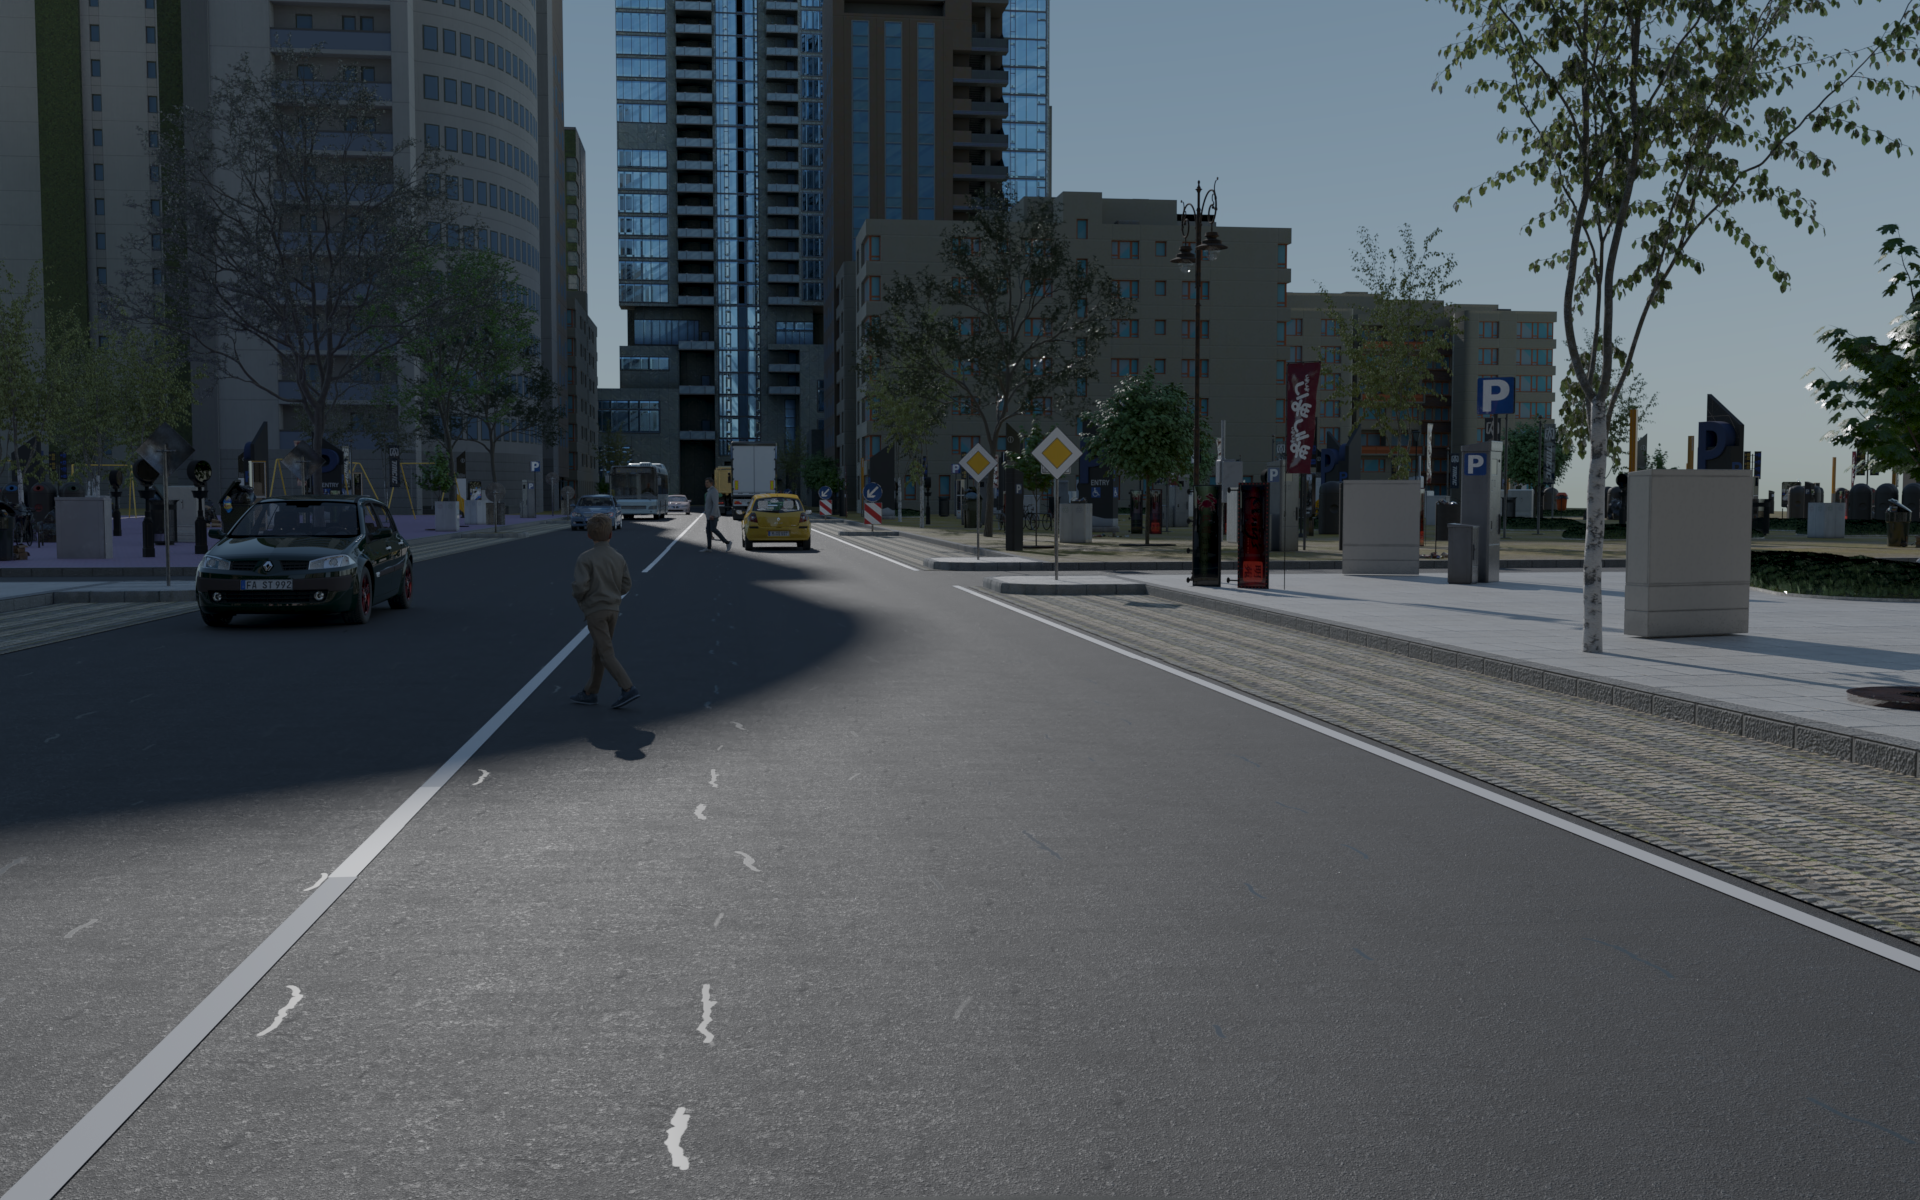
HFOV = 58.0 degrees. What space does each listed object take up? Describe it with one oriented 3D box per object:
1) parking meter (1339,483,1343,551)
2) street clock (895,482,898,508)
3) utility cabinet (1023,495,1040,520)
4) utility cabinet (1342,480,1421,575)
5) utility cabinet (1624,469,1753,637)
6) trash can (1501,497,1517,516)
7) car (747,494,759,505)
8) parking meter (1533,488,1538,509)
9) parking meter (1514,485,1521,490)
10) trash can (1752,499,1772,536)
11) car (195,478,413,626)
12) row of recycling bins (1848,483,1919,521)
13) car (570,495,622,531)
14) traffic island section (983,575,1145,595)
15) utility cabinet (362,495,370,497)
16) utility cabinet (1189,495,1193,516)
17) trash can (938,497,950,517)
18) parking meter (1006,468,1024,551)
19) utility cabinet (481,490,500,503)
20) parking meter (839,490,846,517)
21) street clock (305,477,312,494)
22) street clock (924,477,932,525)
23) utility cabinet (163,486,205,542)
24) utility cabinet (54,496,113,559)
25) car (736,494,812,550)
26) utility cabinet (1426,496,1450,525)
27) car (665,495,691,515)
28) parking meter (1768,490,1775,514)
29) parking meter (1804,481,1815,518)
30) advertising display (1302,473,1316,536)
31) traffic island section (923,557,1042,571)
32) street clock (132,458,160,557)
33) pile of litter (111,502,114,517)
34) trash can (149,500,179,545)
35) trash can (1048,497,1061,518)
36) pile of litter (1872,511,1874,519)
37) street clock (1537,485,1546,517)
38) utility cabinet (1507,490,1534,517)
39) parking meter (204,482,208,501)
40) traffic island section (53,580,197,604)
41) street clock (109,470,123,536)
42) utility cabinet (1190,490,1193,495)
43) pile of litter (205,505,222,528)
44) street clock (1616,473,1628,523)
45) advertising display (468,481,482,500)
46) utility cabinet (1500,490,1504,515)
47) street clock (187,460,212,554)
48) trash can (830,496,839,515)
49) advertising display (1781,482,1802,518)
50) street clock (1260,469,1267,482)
[{"bbox_3d":[8.806,-1.892,39.350,0.372,1.533,0.369,0,3,0],"label":"parking meter"},{"bbox_3d":[-3.858,-6.098,104.276,0.471,2.002,0.358,2,4,32],"label":"street clock"},{"bbox_3d":[3.408,-4.537,85.345,1.020,1.237,0.306,0,4,-1],"label":"utility cabinet"},{"bbox_3d":[6.642,-1.139,27.305,1.173,1.500,0.318,1,4,15],"label":"utility cabinet"},{"bbox_3d":[6.558,-0.424,15.611,1.173,1.500,0.318,-1,4,-22],"label":"utility cabinet"},{"bbox_3d":[25.214,-4.154,79.570,0.748,1.137,0.748,0,3,0],"label":"trash can"},{"bbox_3d":[-8.802,-4.184,80.201,2.131,1.459,4.920,0,4,-7],"label":"car"},{"bbox_3d":[33.444,-5.803,100.582,0.399,1.863,0.255,3,5,39],"label":"parking meter"},{"bbox_3d":[34.049,-6.121,105.781,0.399,1.863,0.255,0,4,2],"label":"parking meter"},{"bbox_3d":[24.636,-2.554,53.407,0.748,1.137,0.748,0,3,0],"label":"trash can"},{"bbox_3d":[-7.552,-0.637,20.197,2.009,1.686,4.222,0,4,-8],"label":"car"},{"bbox_3d":[35.010,-3.506,64.434,3.534,1.692,1.069,3,4,37],"label":"row of recycling bins"},{"bbox_3d":[-14.567,-3.517,69.507,2.014,1.417,4.499,0,4,-7],"label":"car"},{"bbox_3d":[1.459,-0.220,25.877,2.009,0.180,2.903,0,4,-8],"label":"traffic island section"},{"bbox_3d":[-35.961,-5.689,104.177,1.020,1.237,0.306,2,4,26],"label":"utility cabinet"},{"bbox_3d":[13.258,-5.405,99.531,0.306,1.237,1.020,3,4,37],"label":"utility cabinet"},{"bbox_3d":[-0.894,-5.261,97.667,0.748,1.137,0.748,0,3,0],"label":"trash can"},{"bbox_3d":[1.237,-2.048,39.201,0.255,1.863,0.399,3,5,40],"label":"parking meter"},{"bbox_3d":[-27.120,-5.576,99.846,0.318,1.500,1.173,3,5,43],"label":"utility cabinet"},{"bbox_3d":[-6.699,-5.526,98.757,0.372,1.533,0.369,0,3,0],"label":"parking meter"},{"bbox_3d":[-26.306,-3.990,69.799,0.358,2.002,0.471,-1,4,-22],"label":"street clock"},{"bbox_3d":[-1.348,-4.180,72.918,0.358,2.002,0.471,0,4,-7],"label":"street clock"},{"bbox_3d":[-20.480,-2.265,45.712,1.173,1.500,0.318,2,4,26],"label":"utility cabinet"},{"bbox_3d":[-17.424,-1.425,34.462,1.020,1.237,0.306,0,4,5],"label":"utility cabinet"},{"bbox_3d":[-4.871,-2.165,45.618,2.015,1.641,3.980,-1,4,-9],"label":"car"},{"bbox_3d":[19.807,-3.707,71.774,0.306,1.237,1.020,-2,4,-35],"label":"utility cabinet"},{"bbox_3d":[-19.791,-6.636,120.866,2.083,1.381,4.827,0,4,-8],"label":"car"},{"bbox_3d":[52.425,-6.330,111.913,0.372,1.533,0.369,0,3,0],"label":"parking meter"},{"bbox_3d":[39.038,-4.520,79.611,0.255,1.863,0.399,-2,4,-26],"label":"parking meter"},{"bbox_3d":[10.678,-2.922,52.982,0.123,1.923,0.974,0,4,-5],"label":"advertising display"},{"bbox_3d":[0.373,-0.704,33.788,2.009,0.180,2.903,0,4,-8],"label":"traffic island section"},{"bbox_3d":[-16.484,-1.869,35.136,0.471,2.002,0.358,-3,5,-43],"label":"street clock"},{"bbox_3d":[-46.984,-4.966,95.166,1.176,0.858,1.719,1,4,13],"label":"pile of litter"},{"bbox_3d":[-19.977,-1.946,43.463,0.748,1.137,0.748,0,3,0],"label":"trash can"},{"bbox_3d":[5.002,-4.896,91.704,0.748,1.137,0.748,0,3,0],"label":"trash can"},{"bbox_3d":[45.953,-4.500,87.548,1.176,0.858,1.719,0,4,-7],"label":"pile of litter"},{"bbox_3d":[24.907,-4.265,74.304,0.358,2.002,0.471,-1,4,-21],"label":"street clock"},{"bbox_3d":[27.501,-4.669,85.015,1.173,1.500,0.318,2,4,33],"label":"utility cabinet"},{"bbox_3d":[-37.718,-4.931,86.335,0.399,1.863,0.255,2,4,30],"label":"parking meter"},{"bbox_3d":[-11.066,-0.115,24.168,2.009,0.180,2.903,0,4,-8],"label":"traffic island section"},{"bbox_3d":[-25.729,-2.952,52.830,0.358,2.002,0.471,0,4,-4],"label":"street clock"},{"bbox_3d":[13.257,-5.715,102.112,1.173,1.500,0.318,3,5,42],"label":"utility cabinet"},{"bbox_3d":[-28.919,-3.218,66.576,1.719,0.858,1.176,-1,4,-18],"label":"pile of litter"},{"bbox_3d":[23.318,-3.447,60.928,0.358,2.002,0.471,-3,4,-36],"label":"street clock"},{"bbox_3d":[-24.058,-4.934,85.878,0.123,1.923,0.974,1,4,19],"label":"advertising display"},{"bbox_3d":[27.003,-4.816,87.421,1.173,1.500,0.318,-1,4,-23],"label":"utility cabinet"},{"bbox_3d":[-16.221,-1.982,36.978,0.358,2.002,0.471,2,4,24],"label":"street clock"},{"bbox_3d":[-7.624,-5.774,106.052,0.748,1.137,0.748,0,3,0],"label":"trash can"},{"bbox_3d":[42.958,-5.156,89.517,0.123,1.923,0.974,-3,5,-39],"label":"advertising display"},{"bbox_3d":[8.910,-2.773,49.914,0.471,2.002,0.358,-1,4,-21],"label":"street clock"}]
